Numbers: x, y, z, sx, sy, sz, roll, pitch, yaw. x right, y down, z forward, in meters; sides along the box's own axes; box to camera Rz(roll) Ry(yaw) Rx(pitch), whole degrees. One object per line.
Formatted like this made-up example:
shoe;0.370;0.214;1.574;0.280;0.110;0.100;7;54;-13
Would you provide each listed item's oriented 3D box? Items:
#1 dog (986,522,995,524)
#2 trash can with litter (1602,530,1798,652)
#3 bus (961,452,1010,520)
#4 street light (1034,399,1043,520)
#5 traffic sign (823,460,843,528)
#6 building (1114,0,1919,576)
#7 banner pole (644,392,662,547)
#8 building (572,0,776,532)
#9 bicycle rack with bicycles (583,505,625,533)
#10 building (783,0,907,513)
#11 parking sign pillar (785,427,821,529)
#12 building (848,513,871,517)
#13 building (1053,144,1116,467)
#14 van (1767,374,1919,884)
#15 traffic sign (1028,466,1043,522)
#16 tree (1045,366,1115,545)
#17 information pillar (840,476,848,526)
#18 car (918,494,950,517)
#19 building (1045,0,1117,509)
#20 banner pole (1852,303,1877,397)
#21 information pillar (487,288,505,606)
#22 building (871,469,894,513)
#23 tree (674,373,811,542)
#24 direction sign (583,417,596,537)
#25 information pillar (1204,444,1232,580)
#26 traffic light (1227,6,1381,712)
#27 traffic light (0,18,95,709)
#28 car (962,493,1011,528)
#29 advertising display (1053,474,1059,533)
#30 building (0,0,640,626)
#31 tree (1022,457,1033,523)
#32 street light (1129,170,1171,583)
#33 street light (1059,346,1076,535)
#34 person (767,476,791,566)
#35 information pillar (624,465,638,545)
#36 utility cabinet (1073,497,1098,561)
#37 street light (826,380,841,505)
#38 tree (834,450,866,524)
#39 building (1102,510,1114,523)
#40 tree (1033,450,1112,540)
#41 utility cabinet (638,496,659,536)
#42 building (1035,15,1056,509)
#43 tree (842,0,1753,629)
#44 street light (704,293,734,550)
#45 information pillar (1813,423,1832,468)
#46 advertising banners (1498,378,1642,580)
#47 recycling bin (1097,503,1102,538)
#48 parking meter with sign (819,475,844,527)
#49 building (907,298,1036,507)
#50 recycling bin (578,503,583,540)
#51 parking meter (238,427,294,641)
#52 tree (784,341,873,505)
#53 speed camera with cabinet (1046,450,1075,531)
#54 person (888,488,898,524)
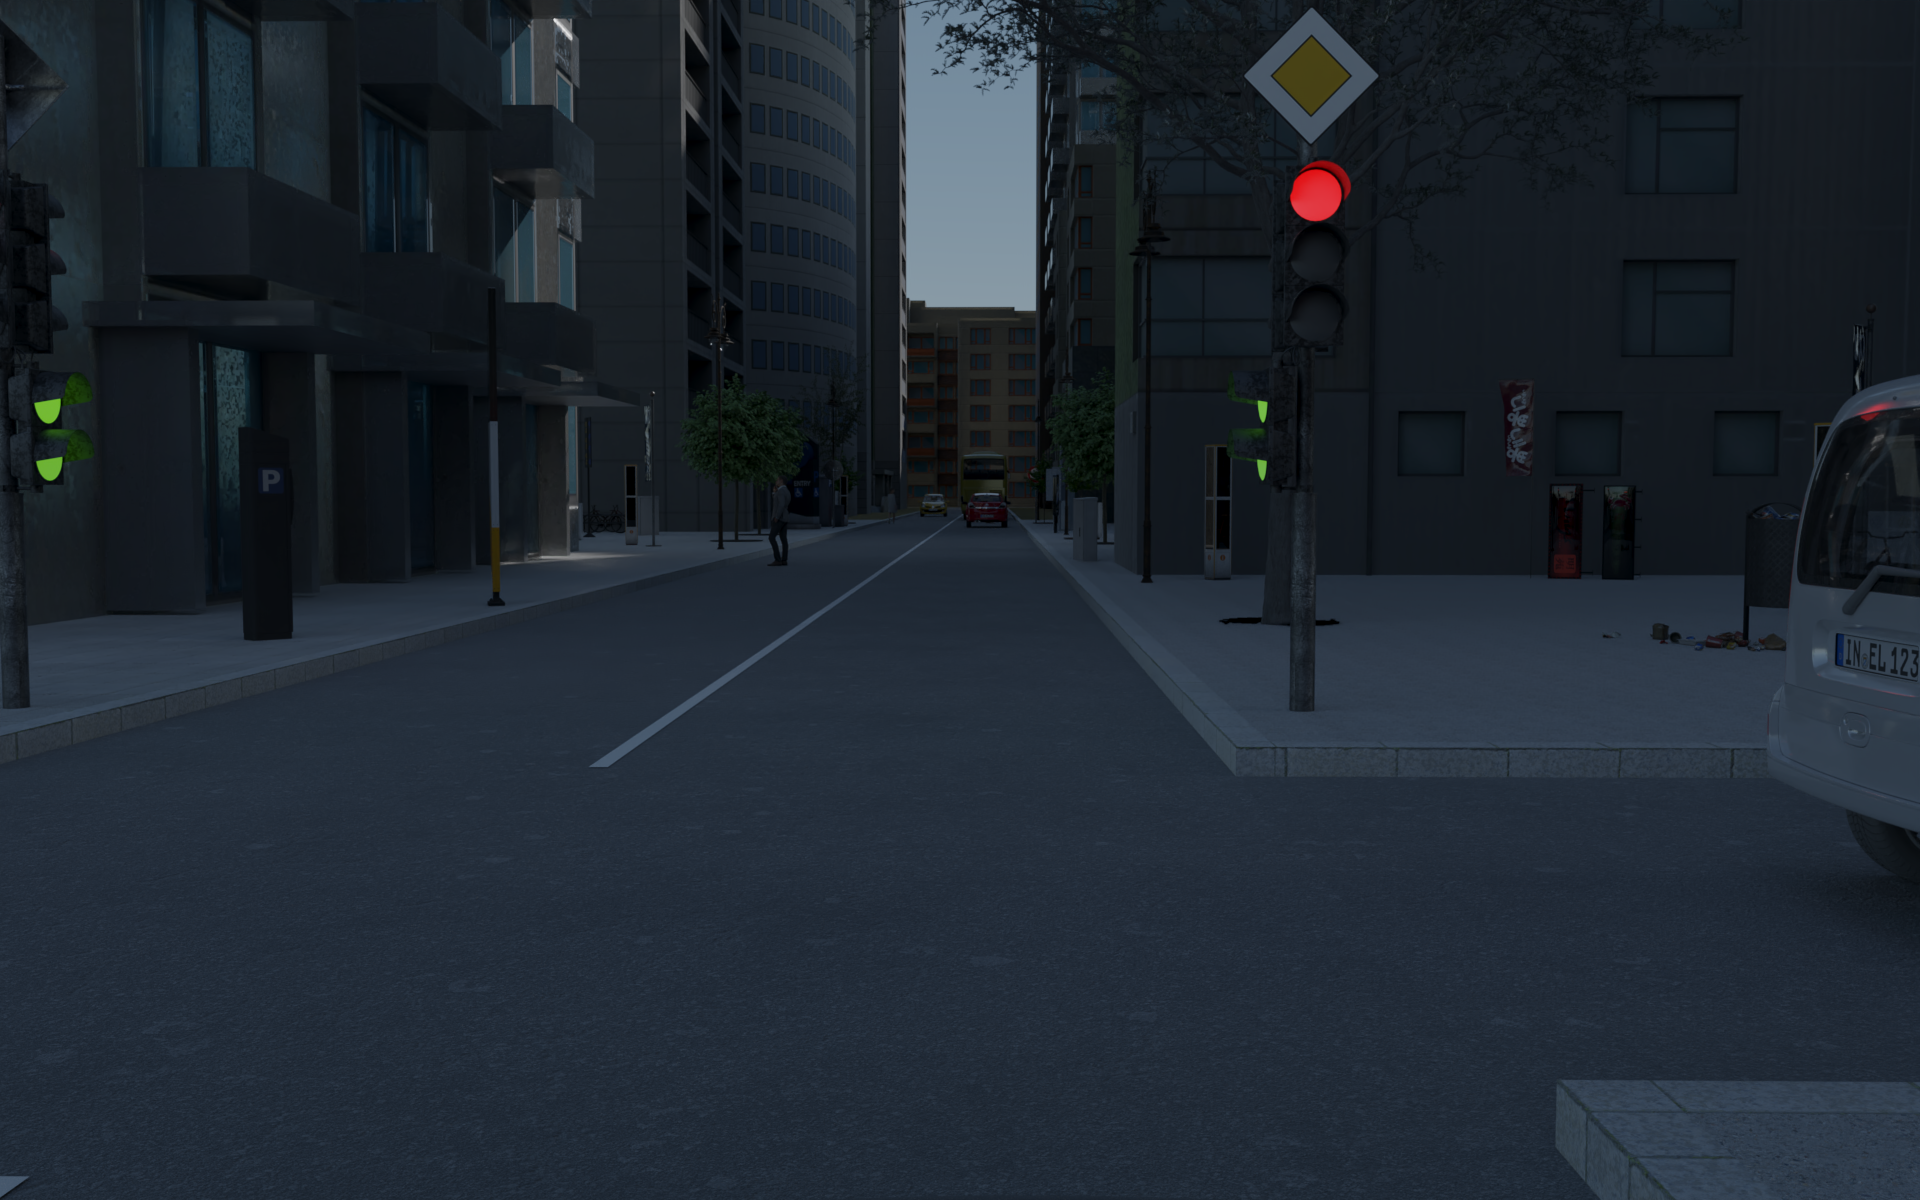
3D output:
dog;1.502;-3.927;84.400;0.550;0.427;0.748;1;4;10
trash can with litter;6.622;-0.225;14.743;1.678;1.210;2.233;-3;4;-37
bus;1.457;-6.625;99.870;2.896;3.916;12.252;0;4;2
street light;3.809;-6.820;84.289;0.468;5.910;1.993;0;4;1
traffic sign;-4.746;-3.960;64.852;0.768;2.556;0.104;0;4;7
building;9.950;-21.366;32.930;14.154;41.232;14.086;0;4;1
banner pole;-7.619;-3.214;42.566;0.401;3.779;0.863;-2;4;-27
building;-17.137;-38.464;67.144;20.563;71.187;20.611;0;4;1
bicycle rack with bicycles;-11.699;-2.667;56.988;2.925;0.926;2.852;0;4;-6
building;-18.838;-37.136;149.177;28.212;58.520;21.231;0;4;1
parking sign pillar;-5.805;-4.578;63.317;1.447;3.967;1.447;2;4;27
building;-16.621;-34.069;99.028;21.231;58.520;28.212;0;4;1
building;19.731;-15.595;100.017;27.650;21.520;28.899;0;4;1
van;4.950;0.085;5.629;4.112;2.044;2.013;0;4;1
traffic sign;3.399;-4.724;77.341;0.768;2.556;0.104;0;4;4
tree;3.798;-3.720;44.535;4.285;4.588;4.351;0;3;0
information pillar;-4.603;-3.931;68.763;0.304;2.012;0.304;0;4;0
car;-1.666;-6.123;110.327;2.015;1.641;3.980;0;4;1
building;17.746;-31.191;129.582;23.786;49.044;30.456;0;4;1
banner pole;11.805;-1.999;22.695;0.863;3.779;0.401;-3;5;-44
information pillar;-5.375;-1.749;19.948;0.183;3.616;0.504;-1;4;-17
building;-21.277;-26.551;125.992;32.217;40.220;23.993;0;4;1
tree;-6.035;-3.858;46.797;4.285;4.588;4.351;0;3;0
direction sign;-11.001;-3.626;51.290;0.379;3.537;0.876;-1;4;-23
information pillar;3.853;-1.306;25.840;0.304;2.012;0.304;-1;4;-22
traffic light;2.009;-1.299;10.156;0.839;4.253;0.868;0;4;1
traffic light;-5.651;-1.307;10.283;0.839;4.253;0.868;0;4;1
car;1.151;-4.039;75.081;2.155;1.783;4.494;0;4;0
advertising display;3.170;-3.181;57.228;0.123;1.923;0.974;1;4;8
building;-18.418;-24.798;25.054;23.786;49.044;30.456;0;4;1
tree;3.524;-4.919;75.025;1.663;3.219;1.824;0;3;0
street light;2.705;-3.186;24.880;0.468;5.910;1.993;0;4;1
street light;3.345;-4.985;54.298;0.468;5.910;1.993;0;4;1
person;-3.620;-1.587;34.630;0.473;1.802;0.592;1;4;23
information pillar;-8.253;-2.386;43.501;0.304;2.012;0.304;0;4;-8
utility cabinet;2.409;-1.364;33.463;0.306;1.237;1.020;0;4;-7
street light;-5.071;-5.908;69.377;0.468;5.910;1.993;0;4;1
tree;-5.098;-4.934;75.273;1.663;3.219;1.824;0;3;0
building;15.939;-46.183;67.765;22.319;86.520;31.000;0;4;1
tree;3.355;-3.321;48.904;1.663;3.219;1.824;0;3;0
utility cabinet;-9.778;-2.616;53.932;0.306;1.237;1.020;2;4;24
building;13.743;-30.700;152.060;14.600;45.320;14.200;0;4;1
tree;3.215;-6.494;16.551;12.009;13.543;11.850;0;3;0
street light;-5.543;-4.108;39.955;0.468;5.910;1.993;0;4;1
information pillar;9.035;-0.821;17.918;0.304;2.012;0.304;-2;4;-34
advertising banners;9.163;-1.828;26.072;2.074;3.025;0.090;1;4;20
recycling bin;3.810;-2.366;51.241;0.722;1.027;0.722;1;4;13
parking meter with sign;-5.379;-4.362;67.585;1.738;3.016;0.543;1;4;17
building;-5.439;-20.720;183.812;28.899;21.520;27.650;0;4;1
recycling bin;-10.884;-2.179;48.179;0.722;1.027;0.722;-1;4;-8
parking meter;-6.107;-0.585;15.273;0.255;1.863;0.399;3;5;45
tree;-6.037;-8.096;82.731;4.360;8.622;3.978;0;3;0
speed camera with cabinet;3.514;-4.056;60.647;0.660;3.252;2.038;1;4;17
person;-3.211;-4.452;82.040;0.466;1.731;0.760;0;4;7
